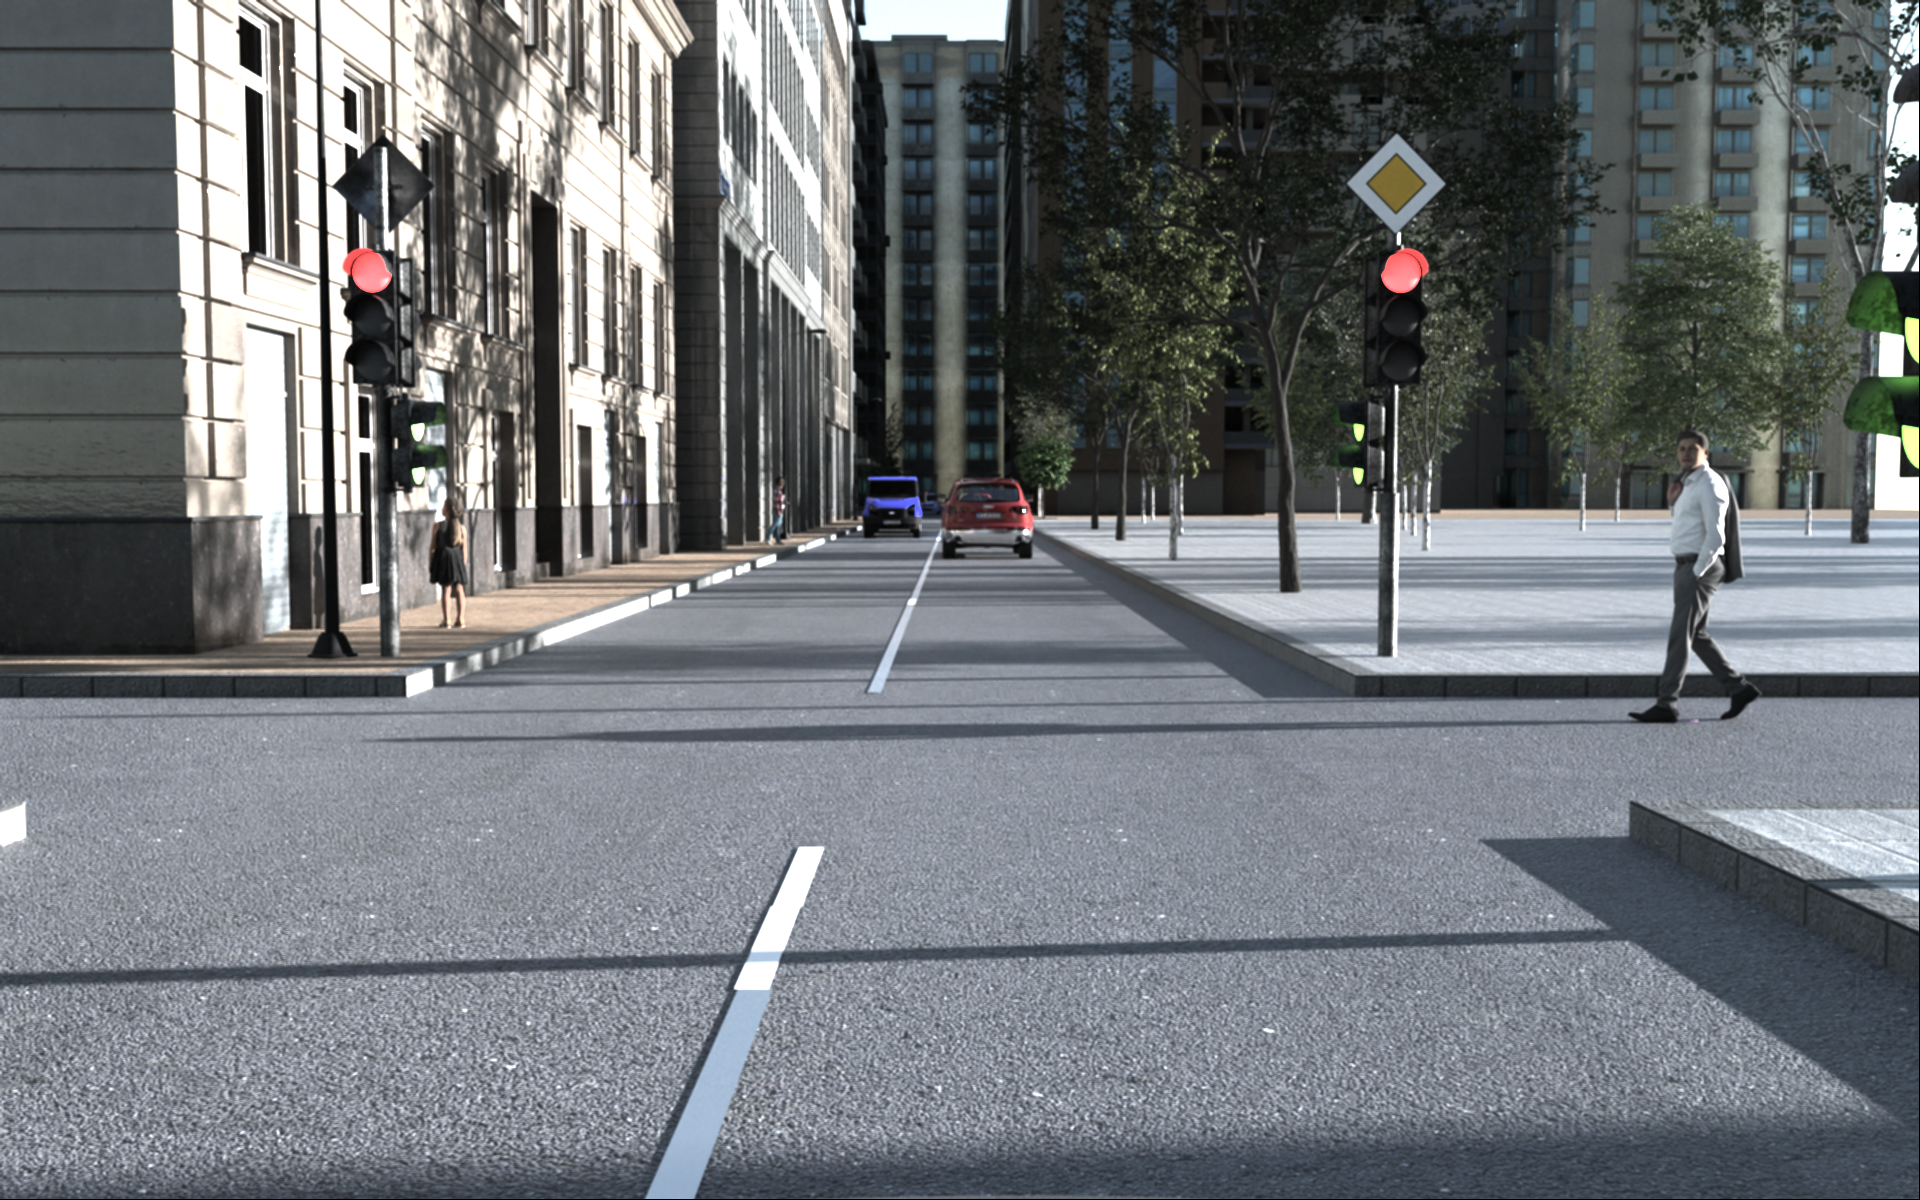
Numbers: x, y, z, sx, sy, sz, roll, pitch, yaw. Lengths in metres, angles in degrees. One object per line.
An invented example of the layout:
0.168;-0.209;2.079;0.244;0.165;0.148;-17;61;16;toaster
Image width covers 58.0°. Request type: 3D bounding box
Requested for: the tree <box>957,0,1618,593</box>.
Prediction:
4.322;-5.401;22.711;8.767;10.594;7.601;0;4;-6;tree

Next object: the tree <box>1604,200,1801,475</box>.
28.745;-9.130;67.403;7.486;12.596;7.792;0;3;0;tree

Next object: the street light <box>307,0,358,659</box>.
-4.410;-2.504;13.481;1.470;5.913;1.316;0;3;0;street light

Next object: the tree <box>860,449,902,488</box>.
-5.702;-8.743;126.663;4.285;4.588;4.351;0;3;0;tree

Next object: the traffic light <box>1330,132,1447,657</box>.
3.370;-1.511;13.621;0.839;4.253;0.868;0;3;0;traffic light

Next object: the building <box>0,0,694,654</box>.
-11.779;-13.935;25.100;12.463;27.353;25.104;0;3;0;building

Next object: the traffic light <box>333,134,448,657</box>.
-4.491;-1.509;13.590;0.839;4.253;0.868;0;3;0;traffic light

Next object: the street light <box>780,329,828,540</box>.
-4.415;-4.667;48.852;1.470;5.913;1.316;0;3;0;street light

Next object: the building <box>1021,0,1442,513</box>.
18.426;-32.997;128.746;28.713;52.752;27.495;0;3;0;building

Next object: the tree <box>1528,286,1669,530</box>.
21.806;-6.777;61.171;4.737;8.622;4.395;0;3;0;tree

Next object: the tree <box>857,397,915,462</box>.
-5.619;-11.062;131.232;4.360;8.622;3.978;0;3;0;tree

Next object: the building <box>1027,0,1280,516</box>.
11.415;-27.986;107.683;14.600;45.320;14.200;0;3;0;building

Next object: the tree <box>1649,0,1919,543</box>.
24.693;-11.493;43.800;12.611;20.169;13.585;0;3;0;tree

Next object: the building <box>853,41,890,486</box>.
-18.188;-27.922;148.406;23.993;40.220;32.217;0;3;0;building

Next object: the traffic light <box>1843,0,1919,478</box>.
3.385;-1.022;5.636;0.839;4.253;0.868;0;3;0;traffic light

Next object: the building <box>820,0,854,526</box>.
-11.458;-15.925;78.388;12.078;24.808;19.932;0;3;0;building

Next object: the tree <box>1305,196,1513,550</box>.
10.516;-5.447;39.425;4.360;8.622;3.978;0;3;0;tree

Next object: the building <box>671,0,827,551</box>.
-10.796;-16.849;52.977;11.434;29.767;29.804;0;3;0;building

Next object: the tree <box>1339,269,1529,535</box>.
14.389;-6.332;53.893;4.737;8.622;4.395;0;3;0;tree

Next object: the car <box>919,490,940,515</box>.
-2.236;-6.836;121.358;1.945;1.707;3.694;0;4;0;car

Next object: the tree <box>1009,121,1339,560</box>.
3.925;-5.064;33.154;4.737;8.622;4.395;0;3;0;tree

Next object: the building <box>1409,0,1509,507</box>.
56.040;-39.162;182.291;28.212;58.520;21.231;0;3;0;building

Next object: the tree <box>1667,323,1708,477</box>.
30.735;-7.568;74.095;4.737;8.622;4.395;0;3;0;tree

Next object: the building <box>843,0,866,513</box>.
-17.099;-29.618;103.859;23.786;49.044;30.456;0;3;0;building

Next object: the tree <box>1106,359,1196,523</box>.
9.440;-8.338;86.694;4.360;8.622;3.978;0;3;0;tree

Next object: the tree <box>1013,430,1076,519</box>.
4.409;-6.480;89.659;4.285;4.588;4.351;0;3;0;tree

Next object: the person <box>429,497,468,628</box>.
-4.931;-0.365;16.672;0.362;1.253;0.373;-2;4;-31;person

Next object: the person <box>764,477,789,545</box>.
-4.645;-2.260;43.840;0.643;1.720;0.563;0;4;-1;person

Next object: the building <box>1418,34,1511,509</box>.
40.746;-28.983;157.471;14.086;41.232;14.154;0;3;0;building

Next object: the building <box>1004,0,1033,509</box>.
14.847;-32.396;153.369;21.300;48.544;21.600;0;3;0;building

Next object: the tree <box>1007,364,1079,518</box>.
4.496;-8.803;94.292;4.360;8.622;3.978;0;3;0;tree

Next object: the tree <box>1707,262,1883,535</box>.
26.596;-6.377;54.627;4.737;8.622;4.395;0;3;0;tree

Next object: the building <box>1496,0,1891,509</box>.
63.644;-32.621;152.965;30.456;49.044;23.786;0;3;0;building

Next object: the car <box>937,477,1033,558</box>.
0.597;-1.927;40.173;2.281;1.827;5.304;0;4;0;car

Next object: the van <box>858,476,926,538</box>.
-2.263;-3.302;58.376;2.240;2.365;5.245;0;4;-1;van

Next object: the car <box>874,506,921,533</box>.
-2.491;-3.279;65.613;2.014;1.417;4.499;0;4;-1;car

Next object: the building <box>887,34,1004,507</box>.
-4.295;-34.488;183.486;30.456;49.044;23.786;0;3;0;building

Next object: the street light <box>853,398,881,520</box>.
-4.531;-6.831;84.223;1.470;5.913;1.316;0;3;0;street light

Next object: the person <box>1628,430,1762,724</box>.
4.636;-0.141;10.910;0.850;1.850;0.679;0;4;2;person

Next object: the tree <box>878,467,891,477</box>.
-5.240;-7.818;122.430;1.663;3.219;1.824;0;3;0;tree

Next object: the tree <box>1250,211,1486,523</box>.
17.865;-10.336;75.655;9.857;13.997;8.962;0;3;0;tree
